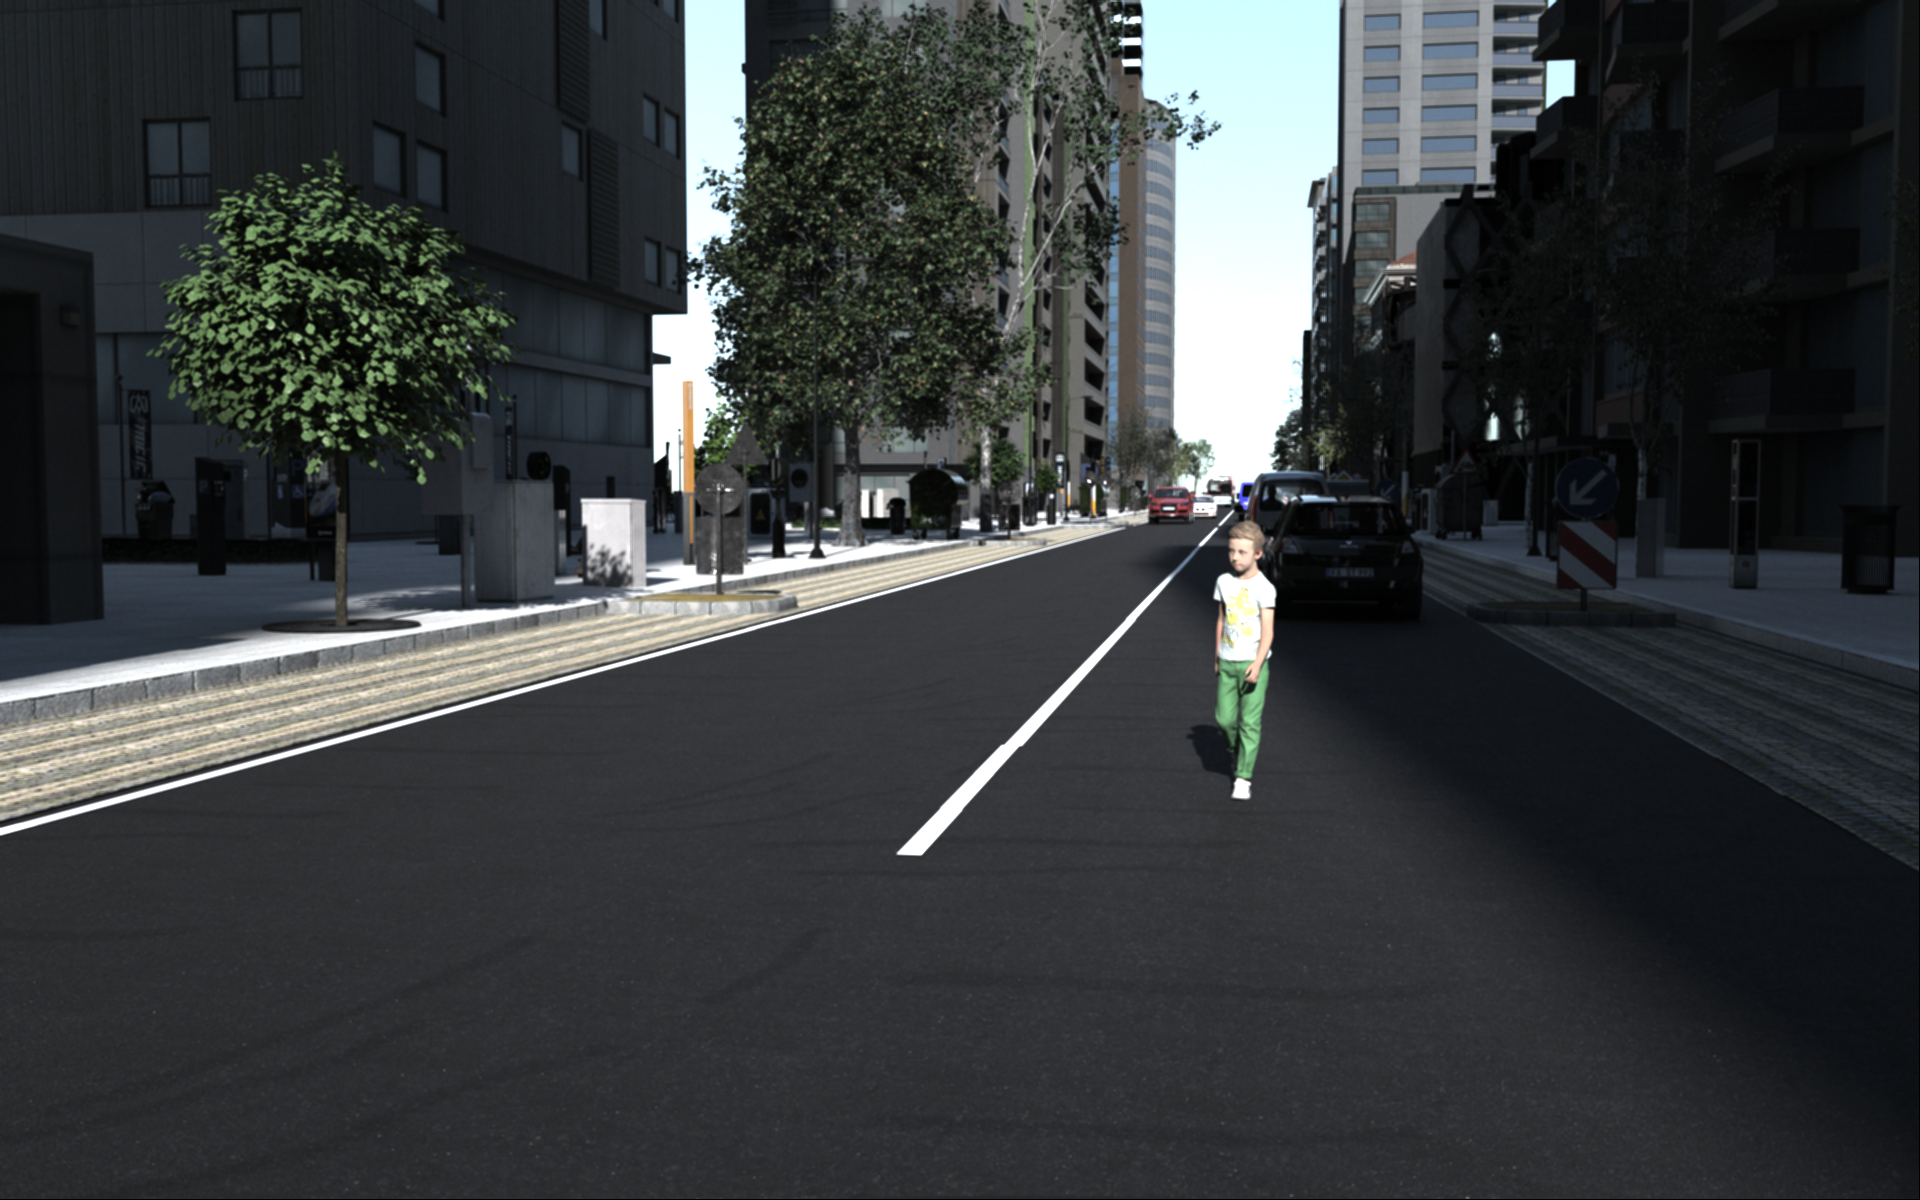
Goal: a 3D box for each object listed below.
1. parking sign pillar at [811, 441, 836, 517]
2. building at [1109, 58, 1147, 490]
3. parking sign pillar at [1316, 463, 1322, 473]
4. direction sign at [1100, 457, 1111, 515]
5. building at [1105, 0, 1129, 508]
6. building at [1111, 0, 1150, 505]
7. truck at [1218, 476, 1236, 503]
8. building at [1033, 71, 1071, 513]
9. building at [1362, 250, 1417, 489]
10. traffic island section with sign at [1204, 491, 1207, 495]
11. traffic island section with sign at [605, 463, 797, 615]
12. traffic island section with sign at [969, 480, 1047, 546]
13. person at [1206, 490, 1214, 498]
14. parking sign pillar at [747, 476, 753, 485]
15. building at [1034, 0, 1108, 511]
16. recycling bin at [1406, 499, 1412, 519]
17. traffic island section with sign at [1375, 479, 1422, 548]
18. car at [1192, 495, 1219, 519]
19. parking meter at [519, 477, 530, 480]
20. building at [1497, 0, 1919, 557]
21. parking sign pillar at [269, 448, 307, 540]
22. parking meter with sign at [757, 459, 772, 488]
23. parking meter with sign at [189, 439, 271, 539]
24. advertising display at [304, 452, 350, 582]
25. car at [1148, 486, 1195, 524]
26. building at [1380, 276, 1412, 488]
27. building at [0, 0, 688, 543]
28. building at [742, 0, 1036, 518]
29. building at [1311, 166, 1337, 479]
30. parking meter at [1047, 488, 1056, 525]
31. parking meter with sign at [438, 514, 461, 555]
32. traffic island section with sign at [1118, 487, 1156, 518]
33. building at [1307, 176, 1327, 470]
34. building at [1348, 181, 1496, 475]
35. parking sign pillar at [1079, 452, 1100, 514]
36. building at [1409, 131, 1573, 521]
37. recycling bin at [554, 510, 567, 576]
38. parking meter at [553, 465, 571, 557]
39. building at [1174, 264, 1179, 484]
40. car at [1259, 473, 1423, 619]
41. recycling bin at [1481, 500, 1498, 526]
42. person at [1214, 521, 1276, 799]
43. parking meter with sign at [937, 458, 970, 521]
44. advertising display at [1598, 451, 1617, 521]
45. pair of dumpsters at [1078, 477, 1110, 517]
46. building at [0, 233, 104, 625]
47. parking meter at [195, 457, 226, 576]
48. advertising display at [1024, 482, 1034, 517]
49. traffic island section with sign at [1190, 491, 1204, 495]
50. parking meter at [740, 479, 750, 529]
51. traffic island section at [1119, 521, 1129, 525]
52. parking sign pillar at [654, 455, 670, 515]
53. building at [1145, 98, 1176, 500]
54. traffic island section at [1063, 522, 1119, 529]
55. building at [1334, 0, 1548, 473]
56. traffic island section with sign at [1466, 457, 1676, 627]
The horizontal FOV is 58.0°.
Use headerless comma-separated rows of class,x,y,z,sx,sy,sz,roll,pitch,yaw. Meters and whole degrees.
parking sign pillar,-7.039,-6.092,88.070,1.447,3.967,1.447,0,4,8
building,12.275,-32.600,183.128,14.600,45.320,14.200,1,4,9
parking sign pillar,30.829,-9.812,148.903,1.447,3.967,1.447,1,4,11
direction sign,8.803,-6.911,104.993,0.379,3.537,0.876,-3,4,-39
building,6.013,-44.496,165.768,20.563,71.187,20.611,1,4,9
building,11.783,-54.566,204.821,22.319,86.520,31.000,1,4,9
truck,42.085,-17.401,273.411,2.839,4.237,11.283,1,4,11
building,-0.065,-21.290,119.799,14.160,30.474,14.107,1,4,9
building,38.912,-18.552,139.475,11.583,22.565,21.152,1,4,9
traffic island section with sign,41.175,-17.003,286.625,1.989,1.847,2.006,1,4,9
traffic island section with sign,-3.093,-0.779,21.364,1.989,1.847,2.006,1,4,9
traffic island section with sign,1.372,-2.421,48.209,1.989,1.847,2.006,1,4,9
person,26.082,-10.592,181.642,0.705,1.831,1.348,-3,5,-45
parking sign pillar,-14.138,-8.072,120.441,1.447,3.967,1.447,-1,4,-22
building,0.793,-31.900,145.266,21.300,48.544,21.600,1,4,9
recycling bin,23.754,-4.773,90.591,0.722,1.027,0.722,2,4,28
traffic island section with sign,11.330,-2.322,46.587,1.989,1.847,2.006,1,4,9
car,14.323,-5.534,102.840,2.083,1.381,4.827,1,4,9
parking meter,-6.367,-1.064,25.801,0.372,1.533,0.369,0,3,0
building,27.788,-23.940,46.043,22.147,44.769,28.867,1,4,9
parking sign pillar,-16.548,-3.313,42.632,1.447,3.967,1.447,-3,5,-41
parking meter with sign,-9.855,-5.558,87.134,0.543,3.016,1.738,-2,4,-31
parking meter with sign,-16.355,-2.603,38.827,1.738,3.016,0.543,0,4,-5
advertising display,-9.317,-1.241,25.505,0.974,1.923,0.123,3,4,38
car,10.363,-4.652,84.740,2.281,1.827,5.304,1,4,10
building,37.898,-15.480,120.553,16.820,18.784,16.811,1,4,9
building,-26.144,-28.733,59.019,27.495,52.752,28.713,1,4,9
building,-3.548,-25.327,97.691,14.154,41.232,14.086,1,4,9
building,62.774,-38.616,250.975,23.786,49.044,30.456,1,4,9
parking meter,3.808,-3.901,72.186,0.372,1.533,0.369,0,3,0
parking meter with sign,-10.925,-2.502,37.162,0.543,3.016,1.738,-1,4,-12
traffic island section with sign,10.370,-5.712,102.025,1.989,1.847,2.006,1,4,9
building,70.637,-42.180,278.874,28.713,52.752,27.495,1,4,9
building,44.034,-24.006,164.194,14.160,30.474,14.107,1,4,9
parking sign pillar,8.306,-7.454,110.338,1.447,3.967,1.447,1,4,9
building,32.267,-13.431,87.050,16.811,18.784,16.820,1,4,9
recycling bin,-6.677,-0.915,27.518,0.722,1.027,0.722,0,4,-3
parking meter,-8.174,-1.826,35.568,0.255,1.863,0.399,0,4,7
building,23.990,-40.711,285.224,23.786,49.044,30.456,1,4,9
car,4.630,-0.703,21.276,2.009,1.686,4.222,1,4,8
recycling bin,21.031,-3.472,69.316,0.722,1.027,0.722,-2,4,-31
person,1.367,0.271,8.325,0.306,1.304,0.590,1,4,16
parking meter with sign,-0.285,-5.329,83.397,0.543,3.016,1.738,3,5,44
advertising display,9.833,-1.290,26.310,0.123,1.923,0.974,2,4,28
pair of dumpsters,7.498,-5.807,97.444,1.574,2.255,4.437,1,4,10
building,-19.588,-35.141,12.810,20.563,71.187,20.611,1,4,9
parking meter,-11.836,-1.325,27.375,0.399,1.863,0.255,1,4,22
advertising display,3.843,-5.586,96.547,0.123,1.923,0.974,2,4,32
traffic island section with sign,27.682,-12.058,205.780,1.989,1.847,2.006,1,4,9
parking meter,-7.828,-3.513,63.154,0.399,1.863,0.255,-1,4,-10
traffic island section,6.769,-3.560,80.490,2.009,0.180,2.903,1,4,9
parking sign pillar,-20.205,-7.836,116.594,1.447,3.967,1.447,1,4,18
building,20.564,-43.628,255.312,21.231,58.520,28.212,1,4,9
traffic island section,5.455,-3.078,72.613,2.009,0.180,2.903,1,4,9
building,50.671,-39.253,183.790,21.231,58.520,28.212,1,4,9
traffic island section with sign,6.820,-0.669,19.571,1.989,1.847,2.006,1,4,9
